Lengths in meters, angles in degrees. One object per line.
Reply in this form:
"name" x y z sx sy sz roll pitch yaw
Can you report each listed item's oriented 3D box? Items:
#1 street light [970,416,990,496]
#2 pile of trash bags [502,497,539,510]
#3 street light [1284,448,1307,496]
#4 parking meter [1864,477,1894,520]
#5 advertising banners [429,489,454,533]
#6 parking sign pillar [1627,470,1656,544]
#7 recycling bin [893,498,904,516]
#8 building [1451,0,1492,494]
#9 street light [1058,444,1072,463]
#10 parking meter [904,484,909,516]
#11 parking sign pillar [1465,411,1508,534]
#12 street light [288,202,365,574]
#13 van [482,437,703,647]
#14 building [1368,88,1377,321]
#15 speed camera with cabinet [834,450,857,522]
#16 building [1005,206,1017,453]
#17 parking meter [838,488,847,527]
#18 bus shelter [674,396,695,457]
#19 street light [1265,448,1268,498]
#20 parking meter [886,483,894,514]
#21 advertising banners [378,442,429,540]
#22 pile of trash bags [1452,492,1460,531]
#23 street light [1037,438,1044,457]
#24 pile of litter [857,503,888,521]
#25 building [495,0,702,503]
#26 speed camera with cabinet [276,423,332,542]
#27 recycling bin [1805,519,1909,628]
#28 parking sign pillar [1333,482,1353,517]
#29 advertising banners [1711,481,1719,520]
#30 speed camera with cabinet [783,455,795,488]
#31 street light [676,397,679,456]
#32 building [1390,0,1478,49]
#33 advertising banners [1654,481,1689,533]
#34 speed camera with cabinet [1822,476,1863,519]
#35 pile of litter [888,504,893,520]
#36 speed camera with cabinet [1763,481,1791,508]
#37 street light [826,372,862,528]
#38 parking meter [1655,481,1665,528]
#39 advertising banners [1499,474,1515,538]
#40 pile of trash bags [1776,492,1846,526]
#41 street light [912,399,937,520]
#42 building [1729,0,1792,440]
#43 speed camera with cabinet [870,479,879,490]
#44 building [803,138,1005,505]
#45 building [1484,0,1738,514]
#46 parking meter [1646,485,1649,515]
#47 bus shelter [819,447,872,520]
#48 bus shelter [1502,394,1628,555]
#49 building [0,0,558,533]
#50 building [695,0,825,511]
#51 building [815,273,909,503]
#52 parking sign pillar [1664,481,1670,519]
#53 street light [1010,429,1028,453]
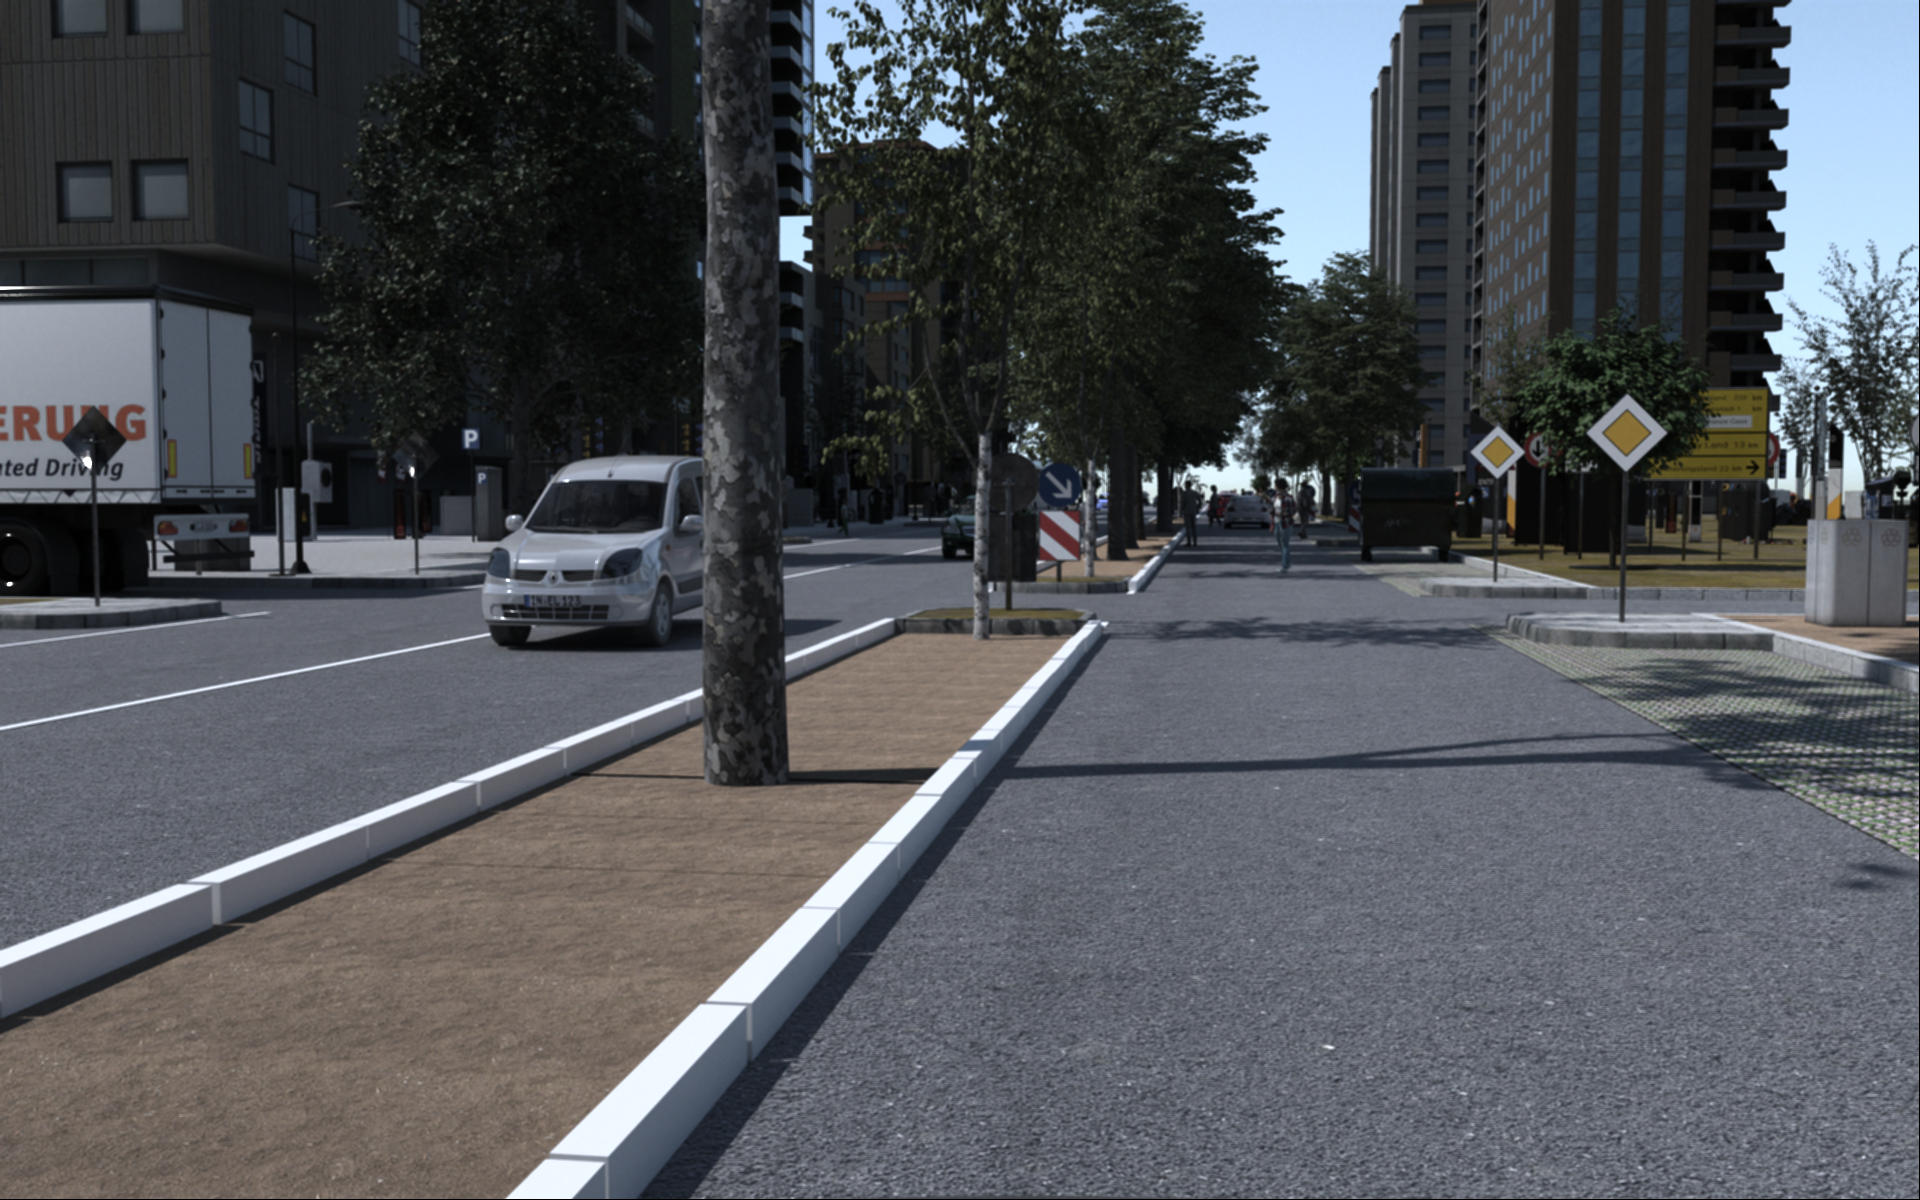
"street light" 1.183 -8.016 103.603 1.470 5.913 1.316 1 4 8
"pile of trash bags" -15.871 -3.450 66.159 3.447 1.369 1.912 -2 4 -31
"street light" 23.143 -8.920 118.388 1.470 5.913 1.316 1 4 8
"parking meter" 13.483 -1.041 25.432 0.372 1.533 0.369 0 3 0
"advertising banners" -17.628 -3.721 57.020 2.074 3.025 0.090 0 4 -7
"parking sign pillar" 17.151 -3.460 45.048 1.447 3.967 1.447 0 4 -2
"recycling bin" -3.495 -5.417 101.122 0.722 1.027 0.722 -1 4 -11
"building" 52.916 -43.220 144.899 20.563 71.187 20.611 1 4 8
"street light" 9.711 -11.541 161.232 1.470 5.913 1.316 1 4 8
"parking meter" -3.118 -5.788 100.340 0.255 1.863 0.399 -1 4 -8
"parking sign pillar" 16.938 -4.110 55.663 1.447 3.967 1.447 3 5 43
"street light" -10.143 -3.377 27.757 1.470 5.913 1.316 1 4 8
"van" -3.425 -0.649 17.624 2.013 2.044 4.112 0 4 7
"building" 67.061 -42.604 238.573 21.231 58.520 28.212 1 4 8
"speed camera with cabinet" -5.229 -5.187 79.147 0.660 3.252 2.038 1 4 12
"building" -3.663 -36.083 244.576 22.147 44.769 28.867 1 4 8
"parking meter" -4.656 -3.676 68.506 0.372 1.533 0.369 0 3 0
"bus shelter" -8.891 -5.296 64.216 2.179 5.291 8.768 1 4 8
"street light" 31.533 -12.381 174.967 1.470 5.913 1.316 1 4 8
"parking meter" -3.836 -5.477 95.266 0.399 1.863 0.255 0 4 8
"advertising banners" -15.926 -3.245 49.237 0.090 3.025 2.074 1 4 22
"pile of trash bags" 17.096 -3.083 60.166 3.447 1.369 1.912 0 4 0
"street light" 6.867 -10.348 141.733 1.470 5.913 1.316 1 4 8
"pile of litter" -4.394 -4.139 81.638 1.719 0.858 1.176 0 4 -2
"building" -22.693 -25.004 92.403 14.154 41.232 14.086 1 4 8
"speed camera with cabinet" -17.923 -3.242 47.348 0.660 3.252 2.038 0 4 8
"recycling bin" 8.778 -0.270 16.971 0.722 1.027 0.722 1 4 8
"parking sign pillar" 21.200 -6.506 94.845 1.447 3.967 1.447 -1 4 -19
"advertising banners" 38.049 -5.536 86.703 2.074 3.025 0.090 -3 5 -40
"speed camera with cabinet" -8.554 -5.647 86.658 0.660 3.252 2.038 -1 4 -8
"street light" -7.190 -4.568 47.222 1.470 5.913 1.316 1 4 8
"building" 62.826 -40.886 210.492 21.231 58.520 28.212 1 4 8
"advertising banners" 23.403 -3.711 56.870 2.074 3.025 0.090 -2 4 -27
"speed camera with cabinet" 45.991 -5.851 90.003 2.038 3.252 0.660 3 4 37
"pile of litter" -3.935 -4.379 85.567 1.176 0.858 1.719 2 4 32
"speed camera with cabinet" 35.363 -4.980 75.761 2.038 3.252 0.660 -1 4 -22
"street light" -4.409 -5.718 66.031 1.470 5.913 1.316 1 4 8
"parking meter" 26.210 -3.615 64.816 0.255 1.863 0.399 1 4 12
"advertising banners" 16.087 -3.316 50.402 2.074 3.025 0.090 -3 5 -40
"pile of trash bags" 33.743 -3.701 70.265 3.447 1.369 1.912 -1 4 -16
"street light" -1.664 -6.869 84.845 1.470 5.913 1.316 1 4 8
"building" 44.994 -28.412 114.652 14.600 45.320 14.200 1 4 8
"speed camera with cabinet" -5.753 -6.617 102.528 2.038 3.252 0.660 2 4 35
"building" -7.447 -34.335 216.008 22.147 44.769 28.867 1 4 8
"building" 47.447 -29.266 128.617 14.600 45.320 14.200 1 4 8
"parking meter" 38.316 -5.551 96.475 0.399 1.863 0.255 2 4 31
"bus shelter" -5.723 -5.974 88.965 1.731 3.624 6.357 1 4 8
"bus shelter" 13.683 -2.941 39.372 1.731 3.624 6.357 1 4 8
"building" -33.228 -29.072 64.560 28.713 52.752 27.495 1 4 8
"building" -21.963 -49.378 120.001 22.319 86.520 31.000 1 4 8
"building" -20.667 -18.795 152.330 27.650 21.520 28.899 1 4 8
"parking sign pillar" 36.642 -6.254 90.731 1.447 3.967 1.447 -3 4 -38
"street light" 4.092 -9.198 122.923 1.470 5.913 1.316 1 4 8
